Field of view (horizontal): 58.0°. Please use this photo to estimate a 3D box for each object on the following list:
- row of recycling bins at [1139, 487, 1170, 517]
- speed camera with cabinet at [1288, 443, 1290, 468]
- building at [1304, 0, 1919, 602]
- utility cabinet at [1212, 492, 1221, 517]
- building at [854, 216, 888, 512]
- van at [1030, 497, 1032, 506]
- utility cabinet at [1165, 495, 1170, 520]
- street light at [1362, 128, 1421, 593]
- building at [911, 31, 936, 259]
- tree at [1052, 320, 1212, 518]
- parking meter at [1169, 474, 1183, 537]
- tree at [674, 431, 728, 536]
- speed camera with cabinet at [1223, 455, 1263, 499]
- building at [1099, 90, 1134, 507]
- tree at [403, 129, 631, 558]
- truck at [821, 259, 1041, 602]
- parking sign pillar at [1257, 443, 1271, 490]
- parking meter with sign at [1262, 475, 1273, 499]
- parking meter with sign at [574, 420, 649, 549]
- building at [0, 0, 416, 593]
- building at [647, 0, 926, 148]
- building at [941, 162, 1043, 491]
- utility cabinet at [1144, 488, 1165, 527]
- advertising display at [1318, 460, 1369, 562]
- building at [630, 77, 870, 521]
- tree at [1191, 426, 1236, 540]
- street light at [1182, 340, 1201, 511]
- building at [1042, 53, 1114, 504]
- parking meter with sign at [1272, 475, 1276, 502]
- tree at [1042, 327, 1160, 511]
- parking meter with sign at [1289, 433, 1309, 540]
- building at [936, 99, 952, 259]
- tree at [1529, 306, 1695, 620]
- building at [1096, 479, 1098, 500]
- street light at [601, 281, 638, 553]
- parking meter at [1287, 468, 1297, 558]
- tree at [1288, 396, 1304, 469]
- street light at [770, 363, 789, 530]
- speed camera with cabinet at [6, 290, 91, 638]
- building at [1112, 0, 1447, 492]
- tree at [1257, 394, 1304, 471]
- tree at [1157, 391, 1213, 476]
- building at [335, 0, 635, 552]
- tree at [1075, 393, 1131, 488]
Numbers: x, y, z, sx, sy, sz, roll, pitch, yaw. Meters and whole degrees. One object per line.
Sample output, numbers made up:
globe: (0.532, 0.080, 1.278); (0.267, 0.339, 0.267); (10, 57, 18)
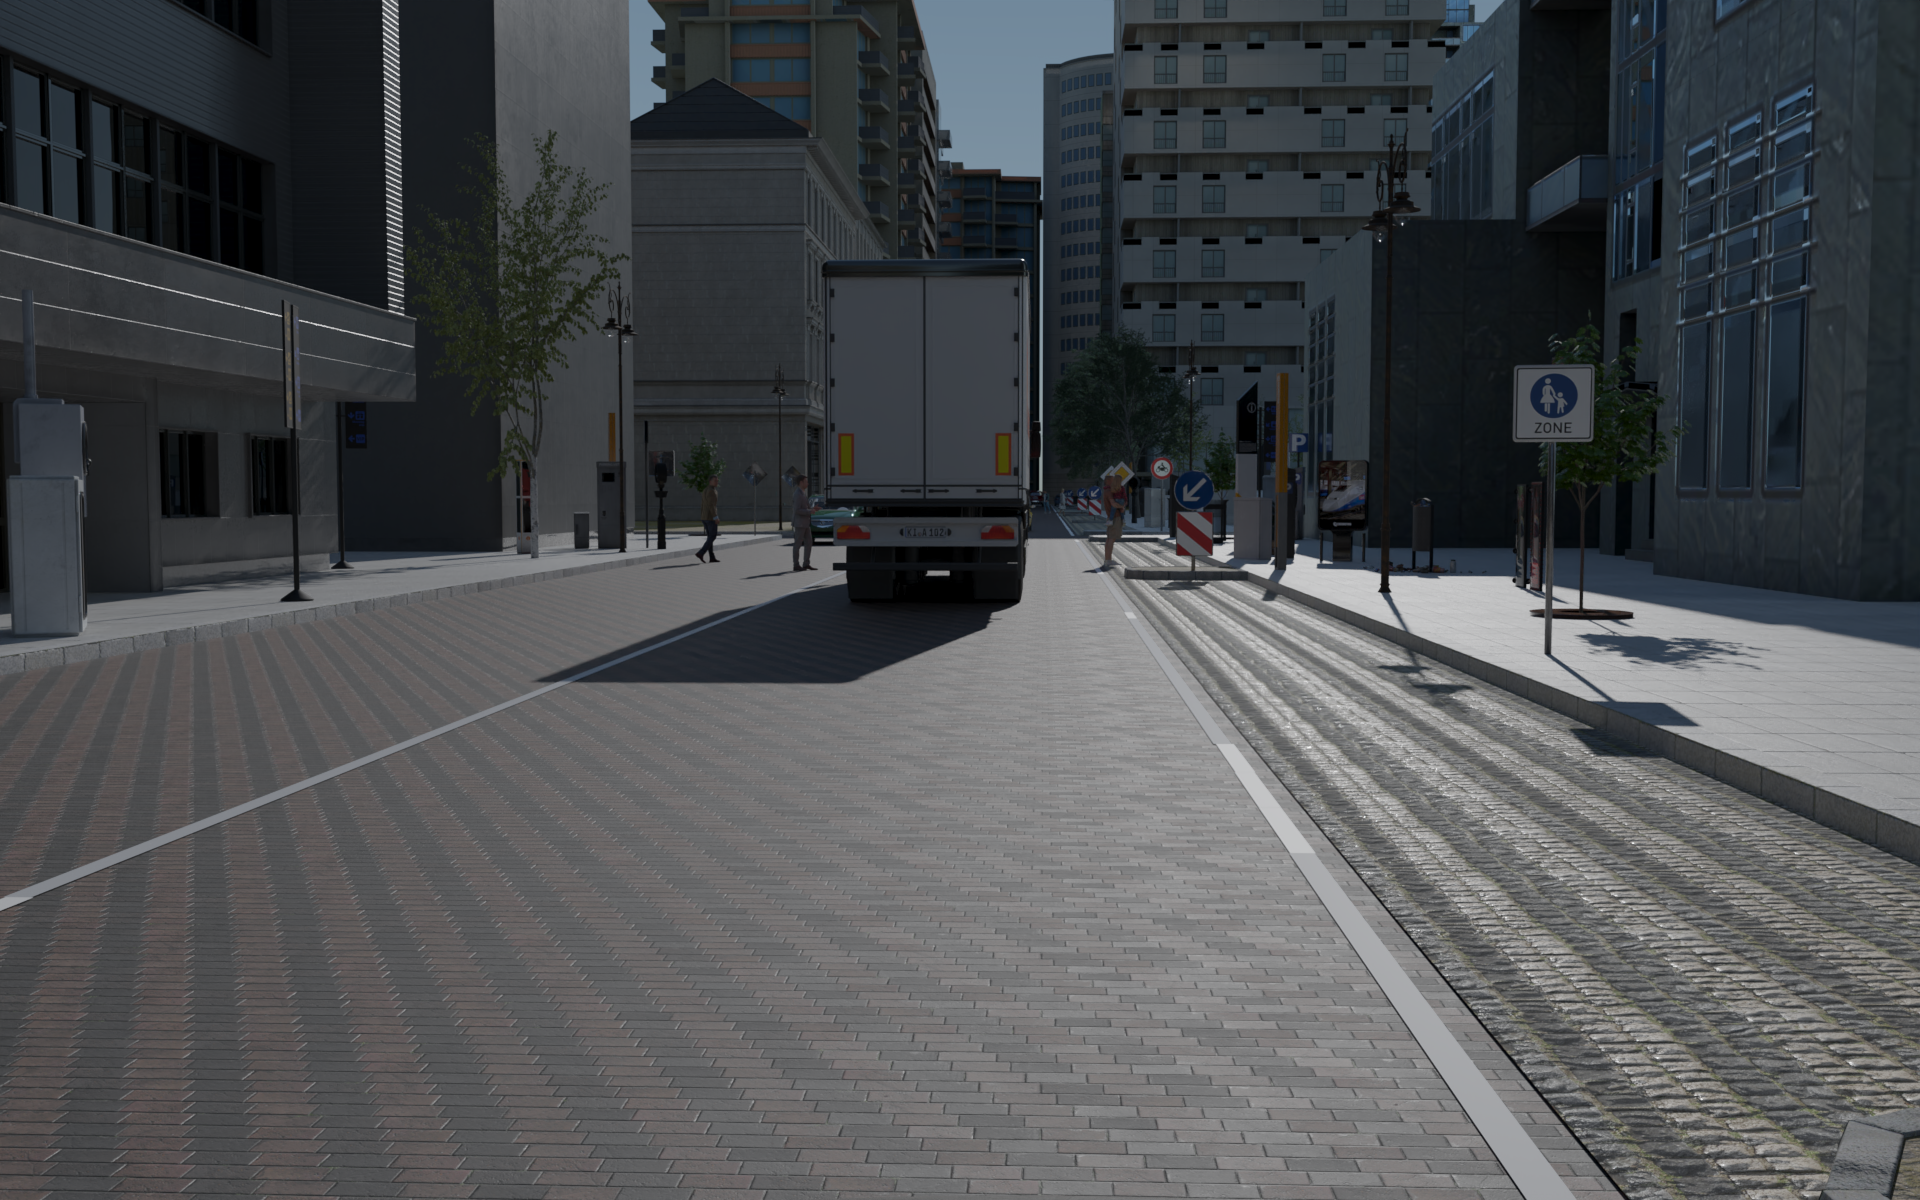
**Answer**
row of recycling bins: (11.578, -5.497, 96.983); (3.534, 1.692, 1.069); (-1, 4, -20)
speed camera with cabinet: (13.246, -4.417, 66.557); (0.660, 3.252, 2.038); (-2, 4, -34)
building: (20.598, -44.056, 32.991); (22.319, 86.520, 31.000); (0, 4, 3)
utility cabinet: (14.058, -5.240, 94.349); (1.173, 1.500, 0.318); (1, 4, 18)
building: (-10.371, -16.100, 112.381); (9.793, 20.994, 18.267); (0, 4, 3)
van: (4.936, -8.283, 142.441); (2.013, 2.044, 4.112); (0, 4, 4)
utility cabinet: (10.021, -4.513, 84.947); (1.020, 1.237, 0.306); (-1, 4, -21)
street light: (5.537, -3.034, 22.400); (0.468, 5.910, 1.993); (0, 4, 3)
building: (-13.682, -33.772, 175.870); (21.300, 48.544, 21.600); (0, 4, 3)
tree: (9.404, -9.663, 92.403); (8.767, 10.594, 7.601); (-1, 4, -21)
parking meter: (6.419, -2.785, 51.254); (0.399, 1.863, 0.255); (-1, 4, -12)
tree: (-7.976, -3.576, 53.062); (1.663, 3.219, 1.824); (0, 3, 0)
speed camera with cabinet: (12.890, -5.113, 77.929); (2.038, 3.252, 0.660); (2, 4, 35)
building: (21.391, -30.281, 178.695); (14.154, 41.232, 14.086); (0, 4, 3)
tree: (-8.729, -5.134, 34.307); (4.737, 8.622, 4.395); (0, 3, 0)
truck: (-0.178, -2.287, 26.314); (2.839, 4.237, 11.283); (0, 4, 3)
parking sign pillar: (15.778, -6.268, 90.950); (1.447, 3.967, 1.447); (-1, 4, -22)
parking meter with sign: (12.552, -4.492, 69.701); (1.738, 3.016, 0.543); (1, 4, 20)
parking meter with sign: (-8.227, -2.726, 40.837); (1.738, 3.016, 0.543); (-1, 4, -11)
building: (-16.644, -11.910, 13.792); (14.314, 24.678, 30.058); (0, 4, 3)
building: (-14.485, -30.333, 150.575); (22.147, 44.769, 28.867); (0, 4, 3)
building: (-3.428, -35.273, 231.340); (28.867, 44.769, 22.147); (0, 4, 3)
utility cabinet: (7.479, -3.529, 66.375); (0.318, 1.500, 1.173); (2, 4, 34)
advertising display: (7.277, -1.693, 32.896); (0.974, 1.923, 0.123); (2, 4, 34)
building: (-11.515, -14.132, 81.970); (10.553, 20.767, 40.483); (0, 4, 3)
tree: (7.308, -3.332, 49.078); (1.663, 3.219, 1.824); (0, 3, 0)
street light: (6.933, -4.845, 51.995); (0.468, 5.910, 1.993); (0, 4, 3)
building: (25.042, -42.006, 228.793); (28.212, 58.520, 21.231); (0, 4, 3)
parking meter with sign: (12.462, -4.147, 64.060); (1.738, 3.016, 0.543); (-3, 4, -36)
tree: (10.769, -13.856, 133.203); (9.857, 13.997, 8.962); (0, 3, 0)
parking meter with sign: (9.468, -3.216, 48.846); (0.543, 3.016, 1.738); (1, 4, 16)
building: (-16.348, -35.531, 200.533); (30.456, 49.044, 23.786); (0, 4, 3)
tree: (6.424, -1.430, 17.980); (1.663, 3.219, 1.824); (0, 3, 0)
building: (31.834, -30.910, 197.253); (32.217, 40.220, 23.993); (0, 4, 3)
street light: (-7.398, -3.975, 37.785); (0.468, 5.910, 1.993); (0, 4, 3)
parking meter: (6.524, -1.769, 34.642); (0.399, 1.863, 0.255); (0, 4, -2)
tree: (24.655, -10.552, 122.888); (4.737, 8.622, 4.395); (0, 3, 0)
street light: (-6.357, -5.408, 61.217); (0.468, 5.910, 1.993); (0, 4, 3)
speed camera with cabinet: (-8.581, -1.345, 16.325); (0.660, 3.252, 2.038); (-2, 4, -24)
building: (27.778, -34.717, 156.863); (28.713, 52.752, 27.495); (0, 4, 3)
tree: (22.678, -10.874, 128.151); (4.360, 8.622, 3.978); (0, 3, 0)
tree: (15.000, -10.183, 116.855); (4.737, 8.622, 4.395); (0, 3, 0)
building: (-21.680, -15.391, 45.154); (24.014, 27.812, 14.314); (0, 4, 3)
tree: (10.420, -10.472, 121.575); (4.360, 8.622, 3.978); (0, 3, 0)
